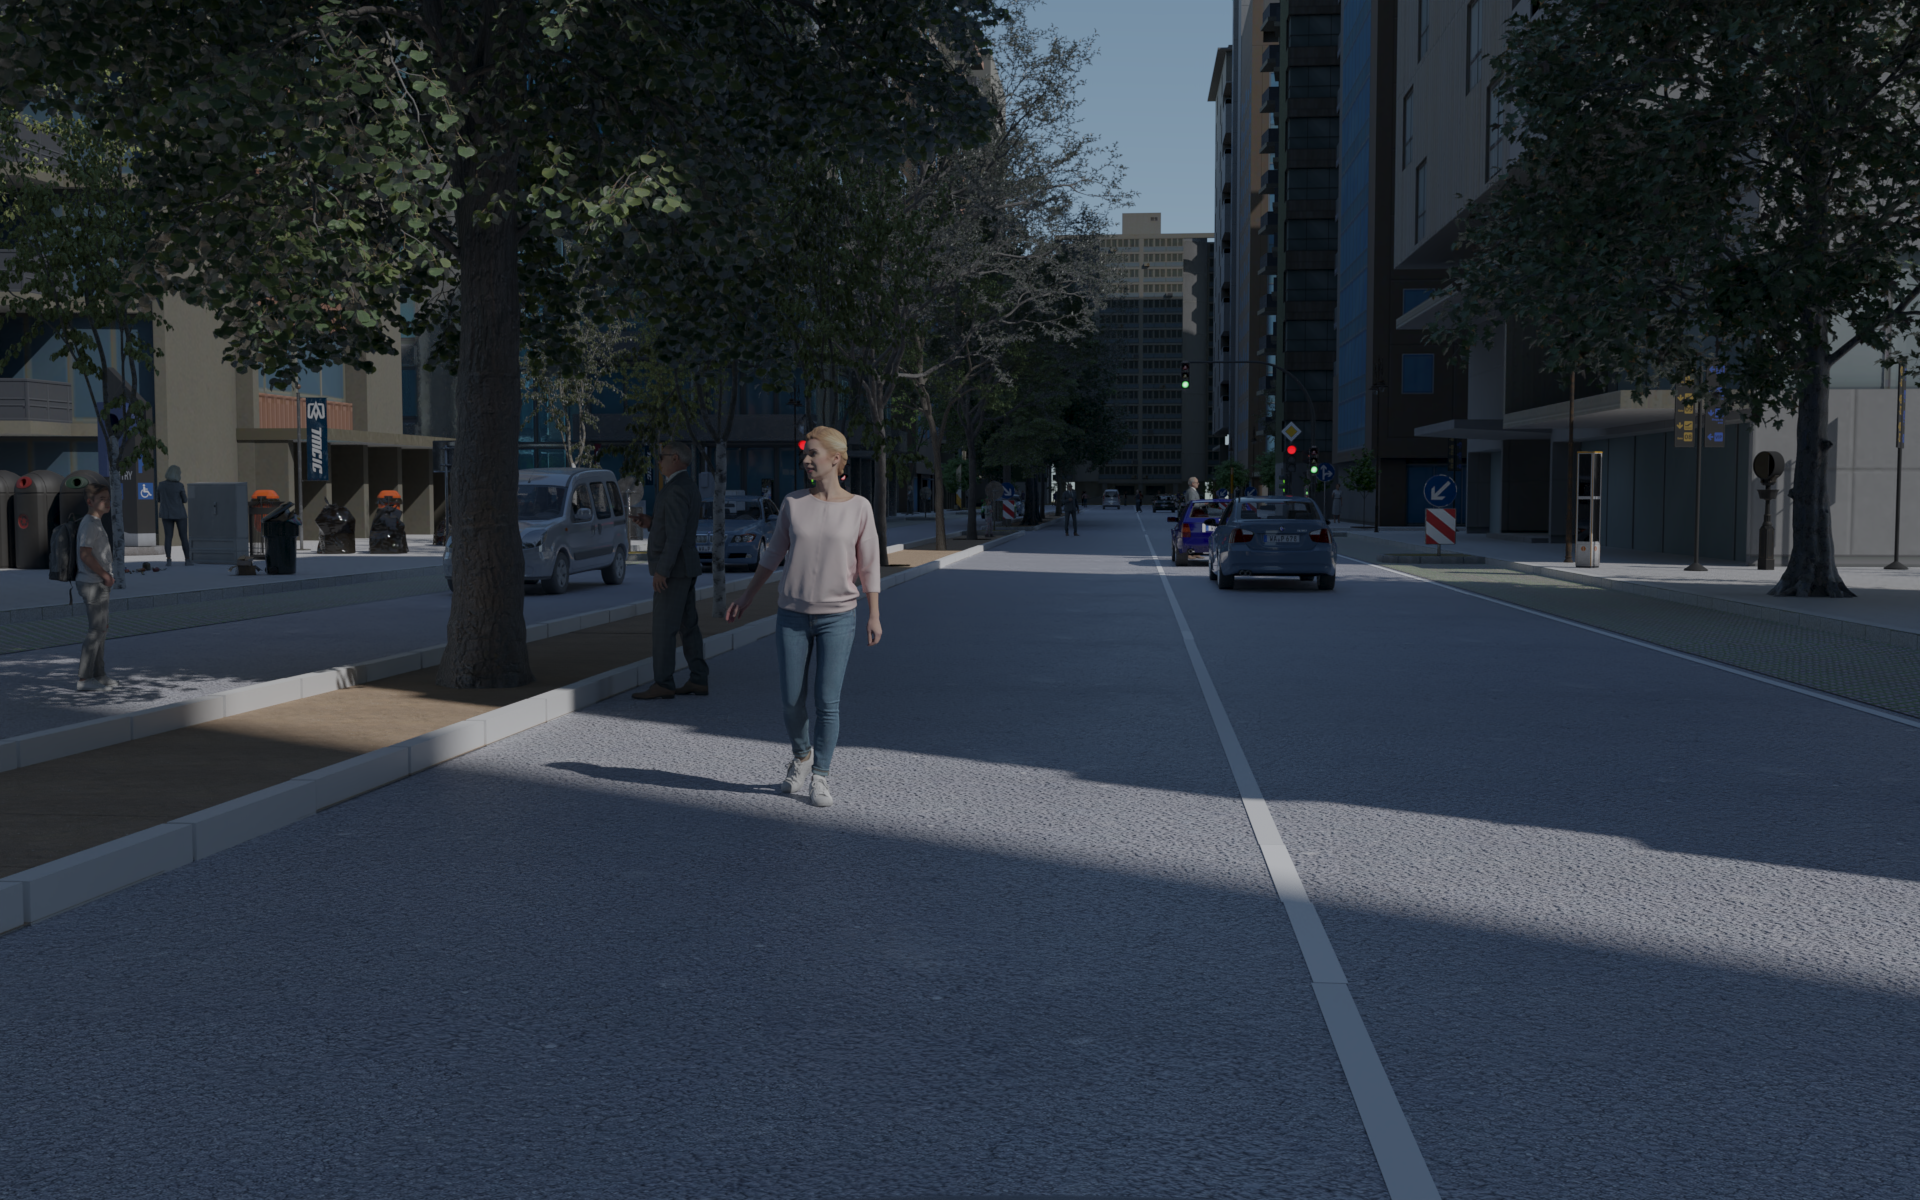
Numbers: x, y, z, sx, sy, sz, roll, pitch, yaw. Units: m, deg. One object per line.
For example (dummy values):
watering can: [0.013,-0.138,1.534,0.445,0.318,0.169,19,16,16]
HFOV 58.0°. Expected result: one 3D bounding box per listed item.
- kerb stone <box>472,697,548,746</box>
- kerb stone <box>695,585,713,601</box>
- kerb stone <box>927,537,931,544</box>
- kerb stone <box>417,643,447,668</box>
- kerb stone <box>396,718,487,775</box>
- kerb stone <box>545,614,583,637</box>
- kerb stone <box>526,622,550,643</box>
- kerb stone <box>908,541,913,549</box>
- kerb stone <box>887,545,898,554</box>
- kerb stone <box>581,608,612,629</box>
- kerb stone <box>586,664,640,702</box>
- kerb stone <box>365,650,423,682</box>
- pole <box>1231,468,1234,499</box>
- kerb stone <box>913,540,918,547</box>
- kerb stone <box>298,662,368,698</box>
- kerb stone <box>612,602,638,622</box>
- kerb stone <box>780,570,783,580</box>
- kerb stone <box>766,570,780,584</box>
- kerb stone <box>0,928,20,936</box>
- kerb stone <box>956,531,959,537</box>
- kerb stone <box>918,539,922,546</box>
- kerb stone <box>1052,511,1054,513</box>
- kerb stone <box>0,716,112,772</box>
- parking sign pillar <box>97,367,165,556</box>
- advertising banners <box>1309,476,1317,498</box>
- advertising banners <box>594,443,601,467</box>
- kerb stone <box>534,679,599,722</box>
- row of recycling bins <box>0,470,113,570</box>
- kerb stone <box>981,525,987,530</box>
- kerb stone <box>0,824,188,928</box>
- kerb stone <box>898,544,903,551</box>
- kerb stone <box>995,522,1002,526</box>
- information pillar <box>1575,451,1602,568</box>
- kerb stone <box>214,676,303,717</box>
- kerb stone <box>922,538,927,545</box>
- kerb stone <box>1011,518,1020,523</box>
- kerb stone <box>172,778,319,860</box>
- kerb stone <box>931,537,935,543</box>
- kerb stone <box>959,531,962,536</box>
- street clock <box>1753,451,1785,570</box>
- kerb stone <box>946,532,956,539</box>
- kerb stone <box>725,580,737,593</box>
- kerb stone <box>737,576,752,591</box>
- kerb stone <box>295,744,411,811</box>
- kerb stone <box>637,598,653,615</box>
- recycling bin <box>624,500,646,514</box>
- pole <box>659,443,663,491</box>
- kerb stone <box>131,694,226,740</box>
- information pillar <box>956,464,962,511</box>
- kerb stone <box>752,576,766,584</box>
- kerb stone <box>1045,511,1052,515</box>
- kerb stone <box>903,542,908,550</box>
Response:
kerb stone: [-2.701,0.725,10.340,0.120,0.150,1.000,0,4,6]
kerb stone: [-3.493,-0.097,23.787,0.120,0.150,1.000,0,4,6]
kerb stone: [-1.015,-1.655,49.267,0.120,0.150,1.000,0,4,6]
kerb stone: [-4.394,0.465,14.626,0.120,0.150,1.000,0,4,6]
kerb stone: [-2.807,0.790,9.323,0.120,0.150,1.000,0,4,6]
kerb stone: [-4.094,0.276,17.685,0.120,0.150,1.000,0,4,6]
kerb stone: [-4.196,0.344,16.660,0.120,0.150,1.000,0,4,6]
kerb stone: [-1.406,-1.405,45.197,0.120,0.150,1.000,0,4,6]
kerb stone: [-1.701,-1.220,42.134,0.120,0.150,1.000,0,4,6]
kerb stone: [-3.997,0.214,18.702,0.120,0.150,1.000,0,4,6]
kerb stone: [-2.509,0.601,12.377,0.120,0.150,1.000,0,4,6]
kerb stone: [-4.497,0.533,13.601,0.120,0.150,1.000,0,4,6]
pole: [20.892,-8.511,133.004,0.158,3.312,0.155,0,3,0]
kerb stone: [-1.306,-1.467,46.214,0.120,0.150,1.000,0,4,6]
kerb stone: [-4.593,0.590,12.577,0.120,0.150,1.000,0,4,6]
kerb stone: [-3.894,0.159,19.720,0.120,0.150,1.000,0,4,6]
kerb stone: [-3.006,-0.407,28.896,0.120,0.150,1.000,0,4,6]
kerb stone: [-3.102,-0.347,27.867,0.120,0.150,1.000,0,4,6]
kerb stone: [-3.206,1.037,5.235,0.120,0.150,1.000,0,4,6]
kerb stone: [-0.213,-2.151,57.415,0.120,0.150,1.000,0,4,6]
kerb stone: [-1.212,-1.531,47.233,0.120,0.150,1.000,0,4,6]
kerb stone: [6.627,-6.431,127.395,0.120,0.150,1.000,0,4,6]
kerb stone: [-4.900,0.776,9.514,0.120,0.150,1.000,0,4,6]
parking sign pillar: [-17.564,-2.935,36.467,1.447,3.967,1.447,2,4,31]
advertising banners: [15.336,-4.843,75.374,0.090,3.025,2.074,2,4,24]
advertising banners: [-12.657,-3.835,58.894,0.090,3.025,2.074,1,4,15]
kerb stone: [-2.599,0.663,11.359,0.120,0.150,1.000,0,4,6]
row of recycling bins: [-16.213,-1.391,29.860,3.534,1.692,1.069,1,4,13]
kerb stone: [1.039,-2.938,70.256,0.120,0.150,1.000,0,4,6]
kerb stone: [-3.097,0.977,6.253,0.120,0.150,1.000,0,4,6]
kerb stone: [-1.609,-1.281,43.156,0.120,0.150,1.000,0,4,6]
kerb stone: [1.744,-3.377,77.414,0.120,0.150,1.000,0,4,6]
information pillar: [10.907,-1.563,30.054,0.304,2.012,0.304,-3,5,-41]
kerb stone: [-4.697,0.651,11.558,0.120,0.150,1.000,0,4,6]
kerb stone: [-1.104,-1.593,48.249,0.120,0.150,1.000,0,4,6]
kerb stone: [2.838,-4.063,88.621,0.120,0.150,1.000,0,4,6]
kerb stone: [-2.995,0.914,7.270,0.120,0.150,1.000,0,4,6]
kerb stone: [-0.910,-1.718,50.283,0.120,0.150,1.000,0,4,6]
kerb stone: [-0.110,-2.216,58.431,0.120,0.150,1.000,0,4,6]
street clock: [13.627,-1.508,29.227,0.358,2.002,0.471,-1,4,-21]
kerb stone: [-0.312,-2.092,56.397,0.120,0.150,1.000,0,4,6]
kerb stone: [-3.404,-0.157,24.806,0.120,0.150,1.000,0,4,6]
kerb stone: [-3.305,-0.222,25.823,0.120,0.150,1.000,0,4,6]
kerb stone: [-2.909,0.852,8.298,0.120,0.150,1.000,0,4,6]
kerb stone: [-3.794,0.091,20.736,0.120,0.150,1.000,0,4,6]
recycling bin: [-13.073,-3.473,69.344,0.722,1.027,0.722,3,4,36]
pole: [-11.894,-4.594,68.951,0.158,3.312,0.155,0,3,0]
kerb stone: [-4.799,0.719,10.531,0.120,0.150,1.000,0,4,6]
information pillar: [-0.090,-8.753,134.462,0.183,3.616,0.504,3,5,41]
kerb stone: [-3.206,-0.285,26.849,0.120,0.150,1.000,0,4,6]
kerb stone: [6.428,-6.310,125.360,0.120,0.150,1.000,0,4,6]
kerb stone: [-1.506,-1.345,44.180,0.120,0.150,1.000,0,4,6]
